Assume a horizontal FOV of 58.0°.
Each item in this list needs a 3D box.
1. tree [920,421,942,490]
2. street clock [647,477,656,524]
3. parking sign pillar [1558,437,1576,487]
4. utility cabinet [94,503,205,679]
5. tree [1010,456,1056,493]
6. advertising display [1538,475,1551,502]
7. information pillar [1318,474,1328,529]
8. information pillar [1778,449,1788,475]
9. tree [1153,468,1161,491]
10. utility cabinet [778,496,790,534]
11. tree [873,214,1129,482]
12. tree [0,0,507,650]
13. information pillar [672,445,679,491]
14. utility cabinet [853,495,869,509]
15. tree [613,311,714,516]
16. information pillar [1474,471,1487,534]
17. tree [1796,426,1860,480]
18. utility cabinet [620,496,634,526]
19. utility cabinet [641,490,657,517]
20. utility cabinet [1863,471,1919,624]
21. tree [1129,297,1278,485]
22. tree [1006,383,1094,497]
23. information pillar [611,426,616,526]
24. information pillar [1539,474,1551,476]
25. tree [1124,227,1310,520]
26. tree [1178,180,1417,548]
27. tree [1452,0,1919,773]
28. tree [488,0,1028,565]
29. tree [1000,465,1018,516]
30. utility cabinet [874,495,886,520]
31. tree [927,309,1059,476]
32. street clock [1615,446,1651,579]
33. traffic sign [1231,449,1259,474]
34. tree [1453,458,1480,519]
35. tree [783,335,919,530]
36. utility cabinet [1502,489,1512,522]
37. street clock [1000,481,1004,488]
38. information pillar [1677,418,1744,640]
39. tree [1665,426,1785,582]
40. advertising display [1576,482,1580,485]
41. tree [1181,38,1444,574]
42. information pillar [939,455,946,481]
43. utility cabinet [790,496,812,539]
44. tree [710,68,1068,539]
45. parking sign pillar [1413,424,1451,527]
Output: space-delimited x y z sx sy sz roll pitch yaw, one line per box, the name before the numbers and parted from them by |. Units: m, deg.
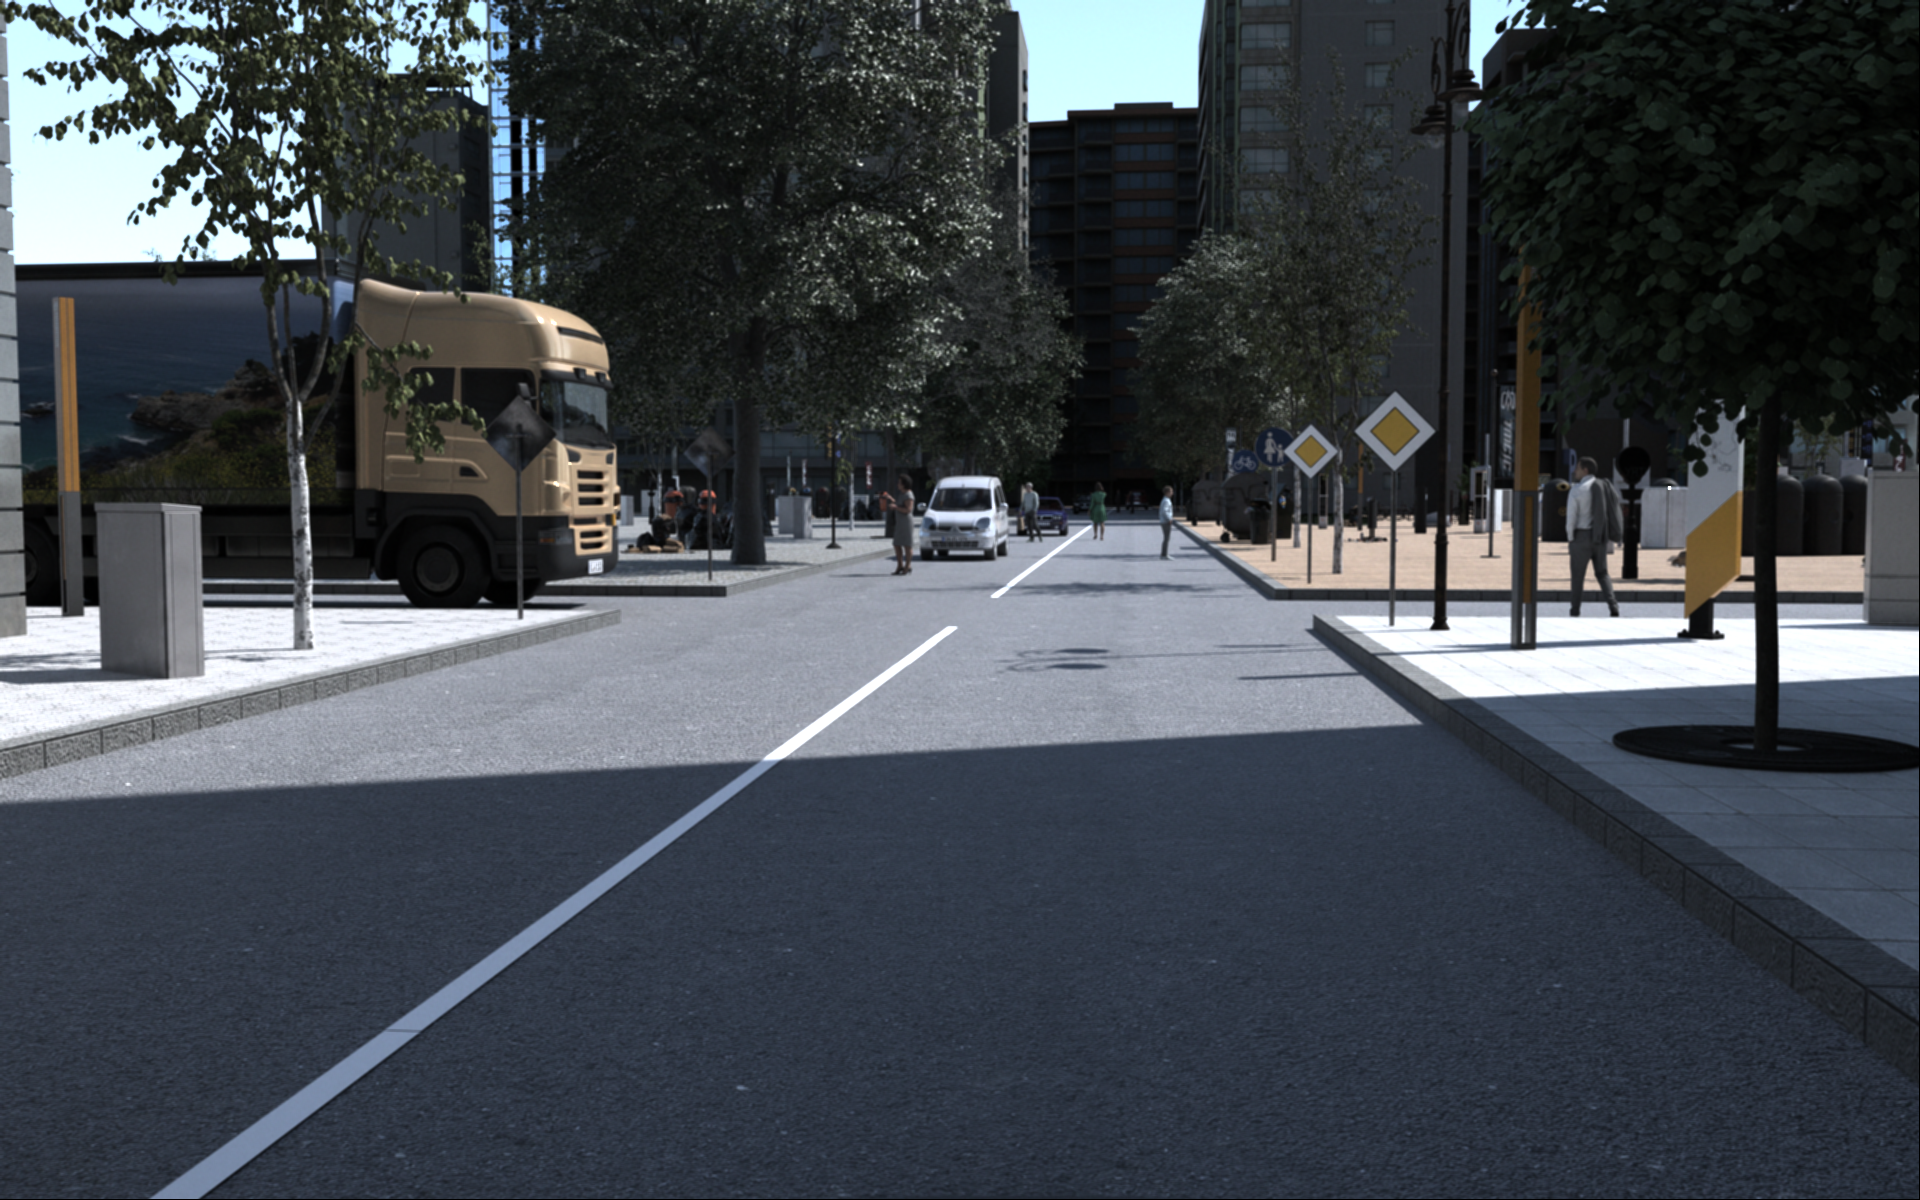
tree | -0.886 -8.916 96.138 4.737 8.622 4.395 0 3 0
street clock | -13.024 -4.193 73.122 0.358 2.002 0.471 -2 4 -34
parking sign pillar | 26.205 -5.277 74.758 1.447 3.967 1.447 2 4 34
utility cabinet | -5.789 -0.075 12.389 1.020 1.237 0.306 3 5 40
tree | 4.920 -8.122 116.504 4.285 4.588 4.351 0 3 0
advertising display | 20.040 -3.343 59.872 0.974 1.923 0.123 -2 4 -32
information pillar | 13.409 -3.635 63.926 0.304 2.012 0.304 1 4 19
information pillar | 24.633 -3.710 52.005 0.504 3.616 0.183 -1 4 -11
tree | 16.801 -9.148 133.281 4.285 4.588 4.351 0 3 0
utility cabinet | -5.370 -2.705 55.395 1.020 1.237 0.306 3 5 42
tree | 0.444 -9.402 70.723 9.611 12.733 9.660 0 3 0
tree | -5.404 -3.882 13.837 4.737 8.622 4.395 0 3 0
information pillar | -13.040 -5.387 79.438 0.183 3.616 0.504 -3 4 -38
utility cabinet | -5.603 -5.232 96.711 1.020 1.237 0.306 2 4 28
tree | -11.035 -6.923 63.558 4.360 8.622 3.978 0 3 0
information pillar | 16.861 -3.157 56.104 0.304 2.012 0.304 3 5 41
tree | 39.205 -7.878 79.173 4.737 8.622 4.395 0 3 0
utility cabinet | -13.510 -3.617 70.298 0.306 1.237 1.020 -2 4 -25
utility cabinet | -17.205 -5.382 96.668 1.173 1.500 0.318 2 4 24
utility cabinet | 9.507 -0.503 16.896 1.173 1.500 0.318 1 4 17
tree | 13.719 -11.092 98.368 9.611 12.733 9.660 0 3 0
tree | 6.989 -12.238 134.502 7.601 10.594 8.767 1 4 10
information pillar | -7.784 -2.900 38.766 0.183 3.616 0.504 0 4 -5
information pillar | 21.572 -3.637 63.956 0.304 2.012 0.304 -1 4 -10
tree | 12.646 -10.865 84.294 9.857 13.997 8.962 0 3 0
tree | 8.246 -5.546 41.035 4.737 8.622 4.395 0 3 0
tree | 4.094 -1.522 8.602 4.285 4.588 4.351 0 3 0
tree | -3.782 -7.631 31.427 9.857 13.997 8.962 0 3 0
tree | 2.583 -6.603 102.564 1.663 3.219 1.824 0 3 0
utility cabinet | -3.760 -4.601 86.390 1.020 1.237 0.306 0 4 4
tree | 1.184 -9.701 84.363 9.928 11.665 9.643 0 3 0
street clock | 10.166 -1.325 26.226 0.471 2.002 0.358 0 4 7
traffic sign | 8.109 -3.012 49.357 0.768 2.556 0.104 0 4 8
tree | 26.909 -5.880 90.744 1.663 3.219 1.824 0 3 0
tree | -4.077 -6.766 60.986 4.737 8.622 4.395 0 3 0
utility cabinet | 24.916 -4.348 79.771 0.318 1.500 1.173 -2 4 -33
street clock | 2.203 -5.456 93.781 0.358 2.002 0.471 -1 4 -11
information pillar | 6.645 -1.461 15.247 0.183 3.616 0.504 -3 4 -36
tree | 11.641 -1.915 25.918 1.663 3.219 1.824 0 3 0
advertising display | 33.806 -5.495 95.063 0.974 1.923 0.123 2 4 34
tree | 5.891 -4.722 27.573 4.360 8.622 3.978 0 3 0
information pillar | -0.923 -6.131 91.600 0.183 3.616 0.504 3 4 39
utility cabinet | -4.526 -2.372 49.949 0.306 1.237 1.020 1 4 10
tree | -1.991 -8.533 49.877 12.009 13.543 11.850 0 3 0
parking sign pillar | 18.337 -4.814 67.177 1.447 3.967 1.447 3 4 39
